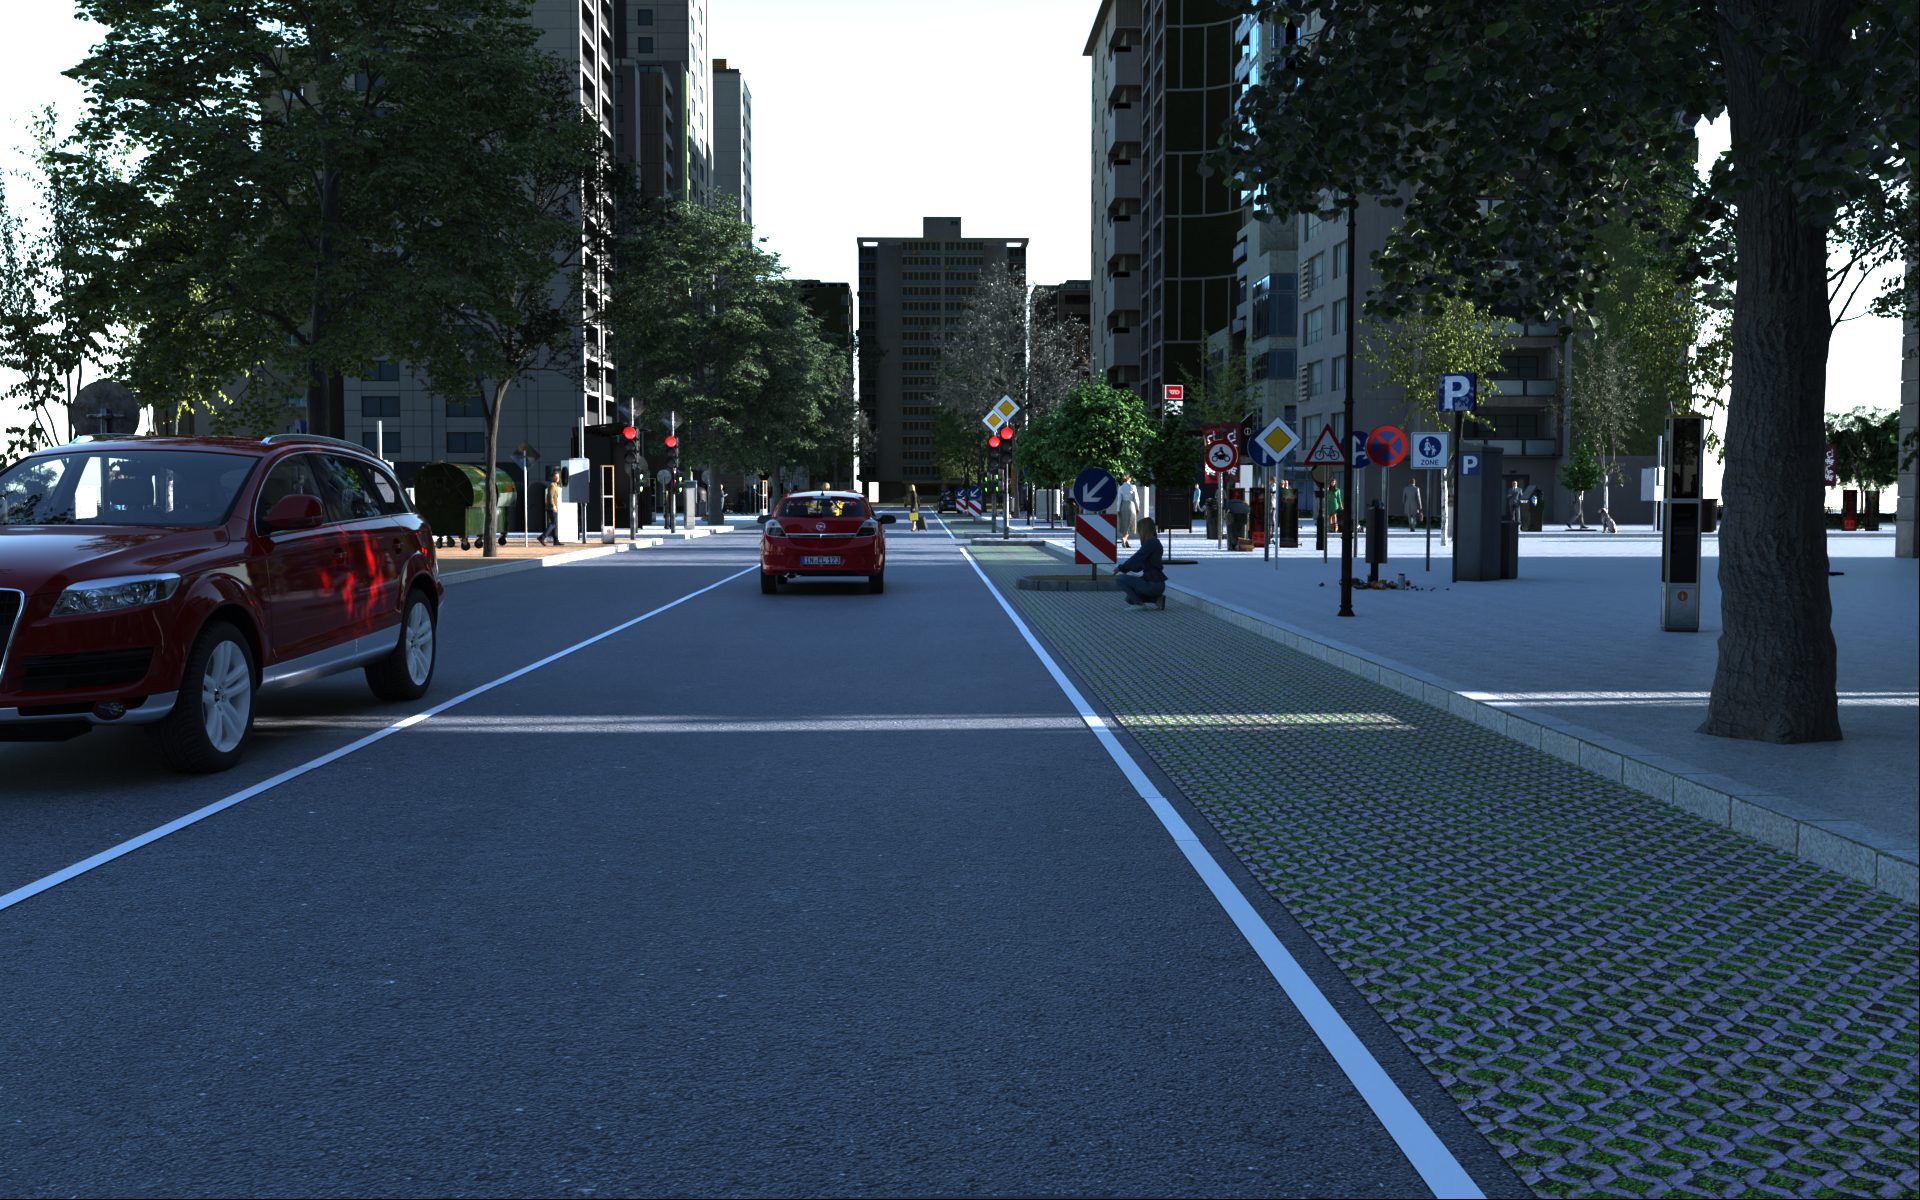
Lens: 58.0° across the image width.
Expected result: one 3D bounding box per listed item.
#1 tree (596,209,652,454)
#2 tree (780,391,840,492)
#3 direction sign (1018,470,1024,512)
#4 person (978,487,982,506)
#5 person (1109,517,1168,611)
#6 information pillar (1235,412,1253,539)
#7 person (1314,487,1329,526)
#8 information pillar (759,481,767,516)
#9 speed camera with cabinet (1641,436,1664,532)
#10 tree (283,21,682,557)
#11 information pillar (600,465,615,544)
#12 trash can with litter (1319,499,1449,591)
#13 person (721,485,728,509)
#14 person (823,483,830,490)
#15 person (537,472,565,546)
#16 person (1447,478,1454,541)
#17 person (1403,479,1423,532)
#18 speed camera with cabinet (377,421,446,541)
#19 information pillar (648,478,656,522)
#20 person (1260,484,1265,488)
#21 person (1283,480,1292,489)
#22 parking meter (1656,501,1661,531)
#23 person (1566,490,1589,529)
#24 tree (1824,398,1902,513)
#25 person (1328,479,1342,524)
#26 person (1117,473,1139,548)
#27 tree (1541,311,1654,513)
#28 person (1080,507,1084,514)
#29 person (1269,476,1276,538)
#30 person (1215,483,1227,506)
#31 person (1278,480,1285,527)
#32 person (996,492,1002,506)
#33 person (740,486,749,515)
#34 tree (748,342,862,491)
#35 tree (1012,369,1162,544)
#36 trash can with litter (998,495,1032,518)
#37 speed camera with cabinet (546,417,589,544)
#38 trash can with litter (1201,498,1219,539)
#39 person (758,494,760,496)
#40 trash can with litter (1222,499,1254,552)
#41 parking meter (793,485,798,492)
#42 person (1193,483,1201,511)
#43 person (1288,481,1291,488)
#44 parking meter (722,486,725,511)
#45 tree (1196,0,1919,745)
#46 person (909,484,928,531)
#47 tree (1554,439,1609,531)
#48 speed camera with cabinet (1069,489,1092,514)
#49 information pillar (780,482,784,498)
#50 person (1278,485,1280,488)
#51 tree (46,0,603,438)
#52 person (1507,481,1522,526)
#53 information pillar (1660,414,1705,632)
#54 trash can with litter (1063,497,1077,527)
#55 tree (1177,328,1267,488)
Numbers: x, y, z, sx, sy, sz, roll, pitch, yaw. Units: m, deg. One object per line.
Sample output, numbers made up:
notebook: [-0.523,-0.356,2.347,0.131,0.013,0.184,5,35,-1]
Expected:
tree: [-10.127,-10.108,71.929,9.857,13.997,8.962,0,3,0]
tree: [-11.064,-10.026,114.291,4.360,8.622,3.978,0,3,0]
direction sign: [4.467,-8.246,126.821,0.379,3.537,0.876,-2,4,-30]
person: [1.532,-7.317,125.773,0.778,1.811,0.616,-1,4,-13]
person: [2.142,-0.440,21.189,0.738,1.151,1.012,2,4,28]
information pillar: [8.127,-3.556,49.490,0.504,3.616,0.183,0,4,-8]
person: [13.997,-3.717,66.920,0.767,1.812,0.694,-1,4,-17]
information pillar: [-10.800,-5.542,95.101,0.304,2.012,0.304,3,5,40]
speed camera with cabinet: [24.237,-3.980,59.404,2.038,3.252,0.660,-2,4,-32]
tree: [-9.604,-6.131,34.657,8.767,10.594,7.601,0,4,-1]
information pillar: [-9.059,-2.448,44.517,0.304,2.012,0.304,-1,4,-20]
trash can with litter: [5.827,-0.792,24.007,1.678,1.210,2.233,1,4,9]
person: [-12.985,-5.394,94.411,0.590,1.801,0.661,-3,5,-42]
person: [-4.052,-2.914,56.356,1.509,1.804,0.699,3,4,36]
person: [-10.112,-2.260,42.911,0.656,1.842,0.836,3,5,41]
person: [13.483,-2.483,47.194,0.519,1.759,0.362,2,4,27]
person: [15.435,-3.231,58.973,0.694,1.812,0.767,2,4,35]
speed camera with cabinet: [-15.191,-3.245,47.399,2.038,3.252,0.660,-2,4,-30]
information pillar: [-14.087,-4.572,79.242,0.304,2.012,0.304,-1,4,-18]
person: [17.033,-5.581,97.271,0.580,1.828,0.573,-2,4,-30]
person: [11.621,-3.383,61.747,0.661,1.777,0.834,0,4,3]
parking meter: [24.691,-3.379,60.961,0.255,1.863,0.399,2,4,35]
person: [22.957,-3.558,64.320,0.850,1.850,0.679,0,4,6]
tree: [55.839,-8.437,100.850,11.467,7.101,20.602,-1,4,-13]
person: [12.777,-3.244,59.328,0.600,1.795,0.529,0,4,8]
person: [3.955,-2.131,41.105,0.478,1.798,0.641,2,4,32]
tree: [25.551,-7.241,68.756,4.360,8.622,3.978,0,3,0]
person: [4.983,-4.038,72.166,0.767,1.812,0.694,-1,4,-13]
person: [8.853,-2.663,49.863,0.573,1.790,0.520,1,4,17]
person: [10.883,-4.065,72.851,0.599,1.781,0.374,2,4,29]
person: [11.089,-3.259,59.743,0.576,1.772,0.534,2,4,29]
person: [4.173,-10.711,181.256,1.350,1.814,0.705,2,4,31]
person: [-13.188,-6.111,106.380,0.534,1.772,0.576,-2,4,-25]
tree: [-11.865,-13.359,128.797,12.009,13.543,11.850,0,3,0]
tree: [3.702,-3.763,45.235,4.285,4.588,4.351,0,3,0]
trash can with litter: [3.171,-5.062,93.827,2.233,1.210,1.678,-3,4,-36]
speed camera with cabinet: [-10.285,-3.117,45.299,0.660,3.252,2.038,-2,4,-30]
trash can with litter: [7.388,-2.296,48.926,1.055,1.170,0.624,-1,4,-20]
person: [-19.896,-9.893,167.800,1.348,1.822,0.705,0,4,-8]
trash can with litter: [6.368,-1.687,38.964,0.624,1.170,1.055,-1,4,-11]
parking meter: [-10.539,-6.439,110.993,0.255,1.863,0.399,0,4,-2]
person: [12.531,-5.213,91.143,0.748,1.841,0.638,0,4,7]
person: [13.443,-3.944,70.552,0.654,1.822,0.581,2,4,34]
parking meter: [-16.271,-6.896,118.453,0.399,1.863,0.255,3,4,38]
tree: [4.417,-6.244,8.747,9.857,13.997,8.962,0,3,0]
person: [-1.630,-3.550,66.759,0.699,1.804,1.509,2,4,27]
tree: [21.663,-4.024,60.401,1.663,3.219,1.824,0,3,0]
speed camera with cabinet: [5.793,-5.344,81.708,0.660,3.252,2.038,-1,4,-18]
information pillar: [-11.157,-6.329,107.969,0.304,2.012,0.304,-1,4,-20]
person: [18.800,-5.831,101.561,0.721,1.800,0.419,-1,4,-17]
tree: [-8.884,-6.526,24.821,7.486,12.596,7.792,0,3,0]
person: [22.197,-3.860,69.328,0.661,1.801,0.590,2,4,29]
information pillar: [6.738,-0.714,16.165,0.304,2.012,0.304,1,4,14]
trash can with litter: [4.544,-3.467,68.075,1.055,1.170,0.624,-3,5,-44]
tree: [11.631,-7.689,76.078,4.737,8.622,4.395,0,3,0]
